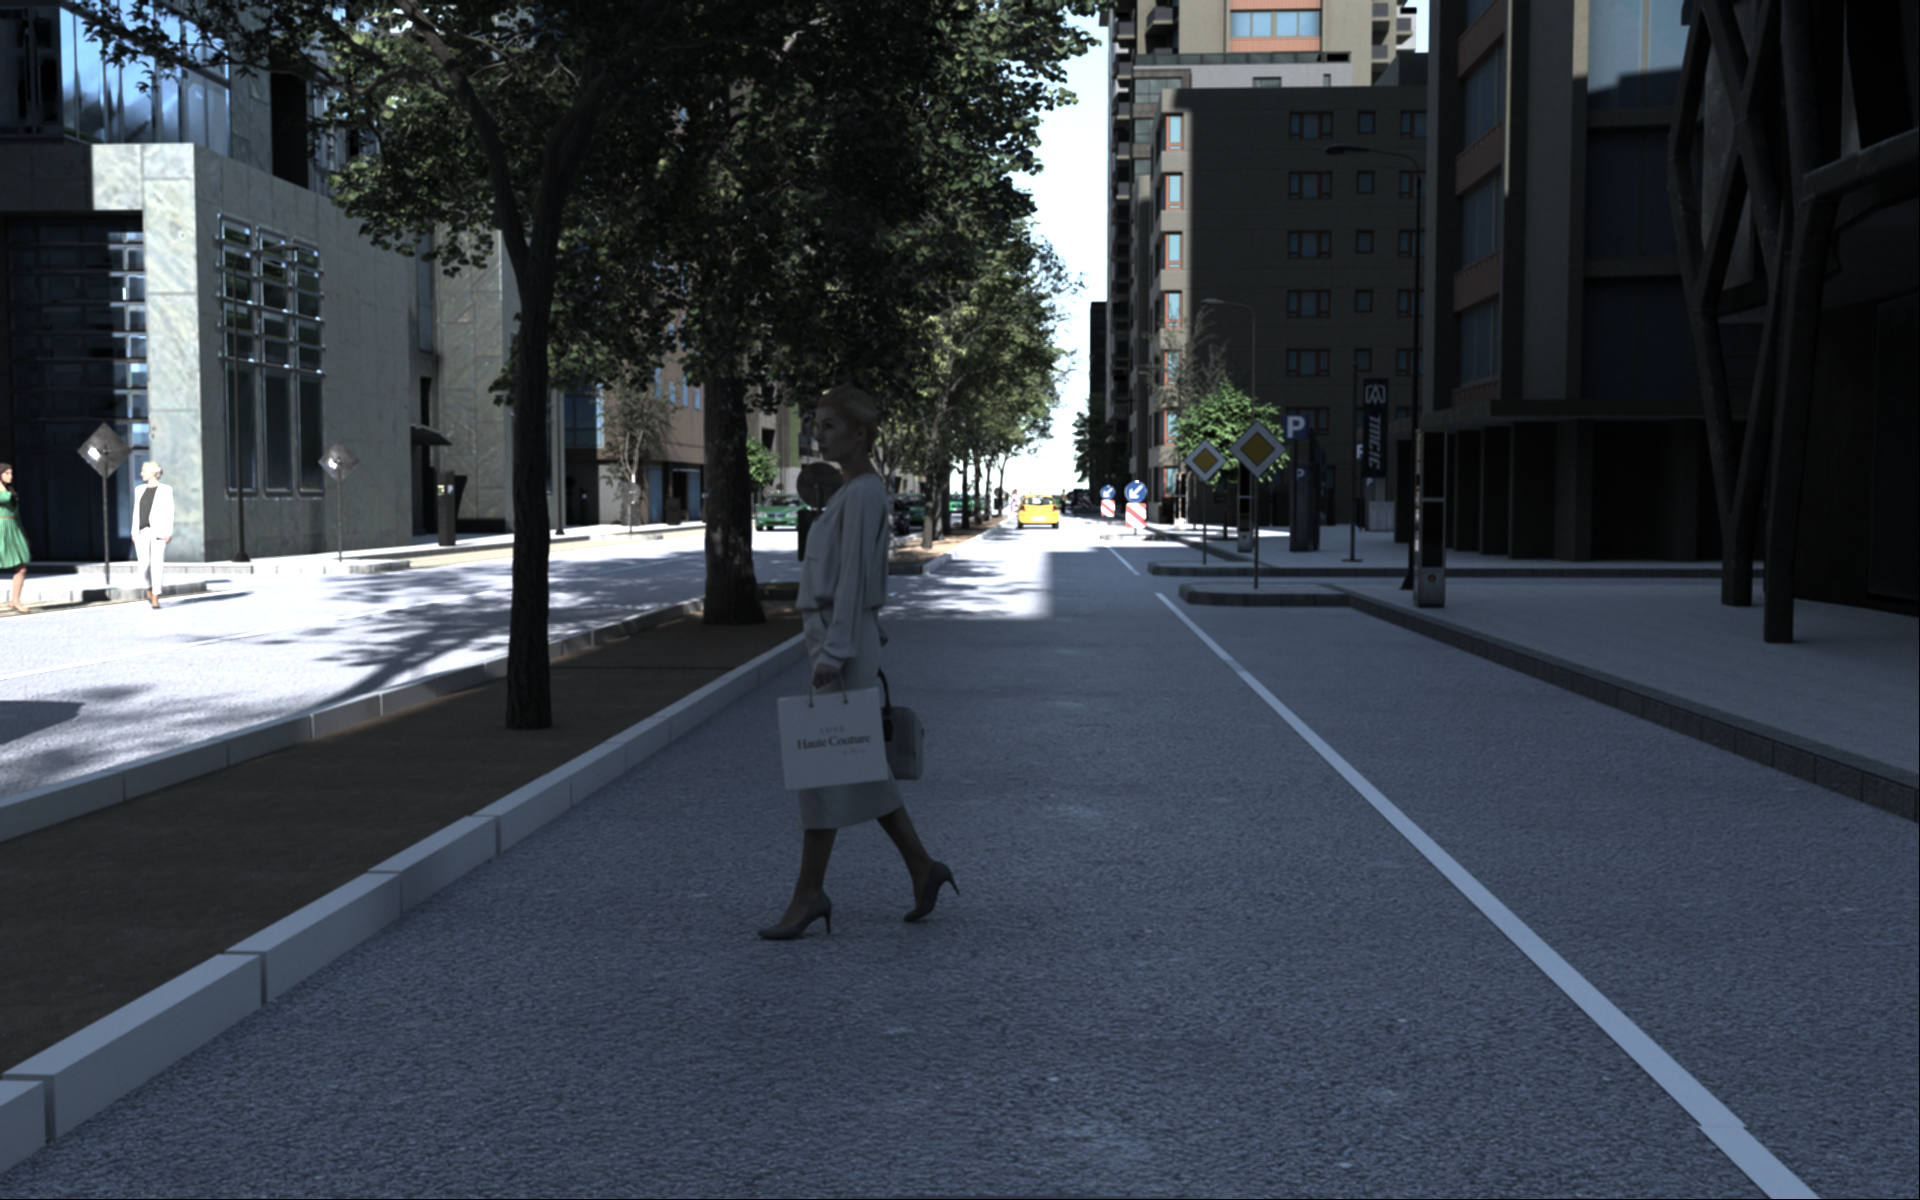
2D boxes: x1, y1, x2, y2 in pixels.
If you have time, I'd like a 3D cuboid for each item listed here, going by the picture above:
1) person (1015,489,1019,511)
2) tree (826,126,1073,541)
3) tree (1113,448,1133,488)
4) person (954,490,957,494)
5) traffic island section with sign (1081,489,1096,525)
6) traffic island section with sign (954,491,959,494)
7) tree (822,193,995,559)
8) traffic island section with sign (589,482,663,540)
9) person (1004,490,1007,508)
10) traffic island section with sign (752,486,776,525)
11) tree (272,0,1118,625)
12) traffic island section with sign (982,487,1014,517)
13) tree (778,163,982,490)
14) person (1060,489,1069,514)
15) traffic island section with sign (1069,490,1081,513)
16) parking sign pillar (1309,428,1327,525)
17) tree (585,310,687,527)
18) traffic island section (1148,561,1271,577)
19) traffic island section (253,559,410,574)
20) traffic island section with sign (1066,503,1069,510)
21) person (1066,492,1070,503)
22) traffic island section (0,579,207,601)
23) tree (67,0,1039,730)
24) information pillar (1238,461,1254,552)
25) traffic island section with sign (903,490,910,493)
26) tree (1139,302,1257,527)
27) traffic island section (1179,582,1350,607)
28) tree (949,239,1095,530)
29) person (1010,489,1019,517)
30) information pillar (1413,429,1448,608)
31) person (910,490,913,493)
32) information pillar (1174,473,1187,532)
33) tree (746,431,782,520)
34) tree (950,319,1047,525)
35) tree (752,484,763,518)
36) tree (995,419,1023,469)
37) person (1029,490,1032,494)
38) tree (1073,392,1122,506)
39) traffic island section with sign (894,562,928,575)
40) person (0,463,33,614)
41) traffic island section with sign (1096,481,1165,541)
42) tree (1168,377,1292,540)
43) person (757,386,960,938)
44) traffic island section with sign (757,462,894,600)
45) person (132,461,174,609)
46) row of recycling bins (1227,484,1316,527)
[{"bbox_3d":[4.051,-7.234,126.715,0.705,1.831,1.348,-1,4,-20],"label":"person"},{"bbox_3d":[-0.634,-8.054,52.259,7.486,12.596,7.792,0,3,0],"label":"tree"},{"bbox_3d":[11.293,-7.657,108.898,4.285,4.588,4.351,0,3,0],"label":"tree"},{"bbox_3d":[-0.332,-9.278,160.328,0.705,1.807,1.348,3,5,42],"label":"person"},{"bbox_3d":[6.790,-4.431,81.079,1.989,1.847,2.006,0,4,3],"label":"traffic island section with sign"},{"bbox_3d":[-0.435,-14.251,241.638,1.989,1.847,2.006,0,4,3],"label":"traffic island section with sign"},{"bbox_3d":[-1.566,-5.242,38.523,4.737,8.622,4.395,0,3,0],"label":"tree"},{"bbox_3d":[-10.424,-2.801,54.426,1.989,1.847,2.006,0,4,3],"label":"traffic island section with sign"},{"bbox_3d":[4.528,-10.140,174.309,0.705,1.822,1.348,0,4,-2],"label":"person"},{"bbox_3d":[-8.983,-4.458,81.516,1.989,1.847,2.006,0,4,3],"label":"traffic island section with sign"},{"bbox_3d":[-2.503,-6.698,18.628,9.857,13.997,8.962,0,3,0],"label":"tree"},{"bbox_3d":[2.356,-6.018,106.532,2.006,1.907,1.989,0,4,3],"label":"traffic island section with sign"},{"bbox_3d":[-1.508,-4.945,33.672,4.360,8.622,3.978,0,3,0],"label":"tree"},{"bbox_3d":[7.594,-7.196,126.165,0.705,1.823,1.348,-1,4,-22],"label":"person"},{"bbox_3d":[9.426,-7.457,130.542,1.989,1.847,2.006,0,4,3],"label":"traffic island section with sign"},{"bbox_3d":[14.720,-5.066,71.307,1.447,3.967,1.447,2,4,25],"label":"parking sign pillar"},{"bbox_3d":[-12.706,-7.162,67.466,4.360,8.622,3.978,0,3,0],"label":"tree"},{"bbox_3d":[4.467,-0.565,31.514,2.009,0.180,2.903,0,4,3],"label":"traffic island section"},{"bbox_3d":[-11.601,-0.617,32.373,2.009,0.180,2.903,0,4,3],"label":"traffic island section"},{"bbox_3d":[10.865,-9.103,157.459,1.989,1.847,2.006,0,4,3],"label":"traffic island section with sign"},{"bbox_3d":[15.297,-14.355,243.735,0.617,1.759,0.750,3,5,39],"label":"person"},{"bbox_3d":[-12.027,-0.130,24.399,2.009,0.180,2.903,0,4,3],"label":"traffic island section"},{"bbox_3d":[-2.677,-4.468,9.916,8.767,10.594,7.601,0,4,3],"label":"tree"},{"bbox_3d":[6.297,-2.059,38.157,0.304,2.012,0.304,1,4,19],"label":"information pillar"},{"bbox_3d":[-4.875,-9.165,158.480,1.989,1.847,2.006,0,4,3],"label":"traffic island section with sign"},{"bbox_3d":[8.926,-7.118,66.740,4.360,8.622,3.978,0,3,0],"label":"tree"},{"bbox_3d":[4.042,-0.077,23.540,2.009,0.180,2.903,0,4,3],"label":"traffic island section"},{"bbox_3d":[0.192,-9.589,69.612,12.009,13.543,11.850,0,3,0],"label":"tree"},{"bbox_3d":[3.413,-6.117,109.185,0.621,1.740,0.551,3,4,37],"label":"person"},{"bbox_3d":[5.329,-0.926,19.626,0.304,2.012,0.304,0,4,4],"label":"information pillar"},{"bbox_3d":[-3.764,-7.890,138.291,0.721,1.735,1.217,-3,4,-37],"label":"person"},{"bbox_3d":[7.538,-3.347,59.212,0.304,2.012,0.304,-2,4,-32],"label":"information pillar"},{"bbox_3d":[-10.824,-6.361,87.718,4.285,4.588,4.351,0,3,0],"label":"tree"},{"bbox_3d":[0.744,-9.366,81.346,9.928,11.665,9.643,0,3,0],"label":"tree"},{"bbox_3d":[-11.072,-5.964,92.120,1.663,3.219,1.824,0,3,0],"label":"tree"},{"bbox_3d":[1.682,-8.818,97.001,4.737,8.622,4.395,0,3,0],"label":"tree"},{"bbox_3d":[6.702,-9.626,165.964,0.705,1.814,1.350,-3,5,-44],"label":"person"},{"bbox_3d":[15.429,-16.748,191.949,7.486,12.596,7.792,0,3,0],"label":"tree"},{"bbox_3d":[-1.639,-1.429,31.499,2.006,1.907,1.989,0,4,3],"label":"traffic island section with sign"},{"bbox_3d":[-11.365,-0.724,20.588,0.529,1.795,0.600,0,4,2],"label":"person"},{"bbox_3d":[5.341,-2.777,54.038,1.989,1.847,2.006,0,4,3],"label":"traffic island section with sign"},{"bbox_3d":[7.531,-3.961,48.474,4.285,4.588,4.351,0,3,0],"label":"tree"},{"bbox_3d":[-0.326,0.197,5.633,0.624,1.780,0.694,0,4,7],"label":"person"},{"bbox_3d":[-2.043,-0.977,24.103,2.006,1.907,1.989,0,4,3],"label":"traffic island section with sign"},{"bbox_3d":[-10.181,-0.825,21.867,0.514,1.842,0.818,-1,4,-19],"label":"person"},{"bbox_3d":[12.392,-3.778,68.876,3.534,1.692,1.069,0,4,-4],"label":"row of recycling bins"}]
